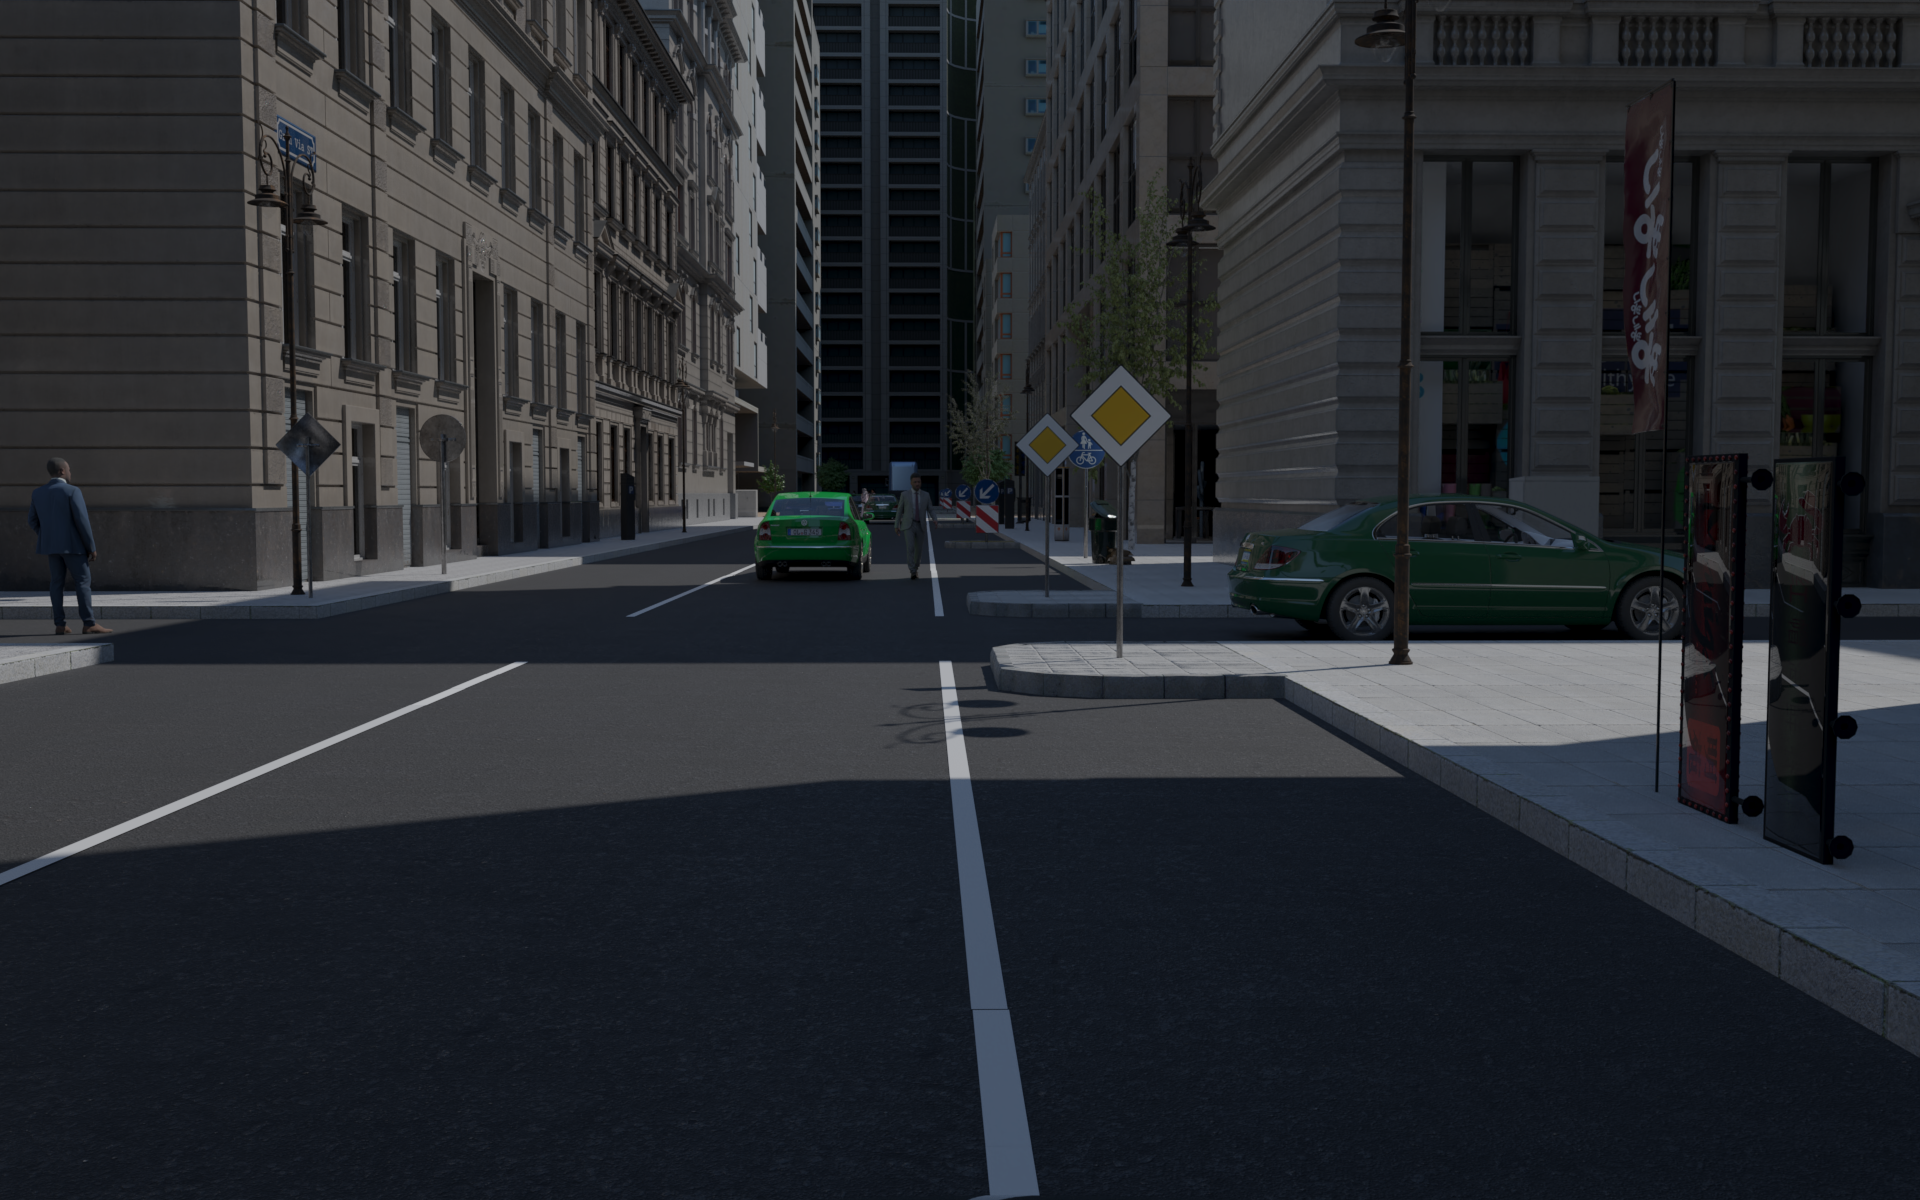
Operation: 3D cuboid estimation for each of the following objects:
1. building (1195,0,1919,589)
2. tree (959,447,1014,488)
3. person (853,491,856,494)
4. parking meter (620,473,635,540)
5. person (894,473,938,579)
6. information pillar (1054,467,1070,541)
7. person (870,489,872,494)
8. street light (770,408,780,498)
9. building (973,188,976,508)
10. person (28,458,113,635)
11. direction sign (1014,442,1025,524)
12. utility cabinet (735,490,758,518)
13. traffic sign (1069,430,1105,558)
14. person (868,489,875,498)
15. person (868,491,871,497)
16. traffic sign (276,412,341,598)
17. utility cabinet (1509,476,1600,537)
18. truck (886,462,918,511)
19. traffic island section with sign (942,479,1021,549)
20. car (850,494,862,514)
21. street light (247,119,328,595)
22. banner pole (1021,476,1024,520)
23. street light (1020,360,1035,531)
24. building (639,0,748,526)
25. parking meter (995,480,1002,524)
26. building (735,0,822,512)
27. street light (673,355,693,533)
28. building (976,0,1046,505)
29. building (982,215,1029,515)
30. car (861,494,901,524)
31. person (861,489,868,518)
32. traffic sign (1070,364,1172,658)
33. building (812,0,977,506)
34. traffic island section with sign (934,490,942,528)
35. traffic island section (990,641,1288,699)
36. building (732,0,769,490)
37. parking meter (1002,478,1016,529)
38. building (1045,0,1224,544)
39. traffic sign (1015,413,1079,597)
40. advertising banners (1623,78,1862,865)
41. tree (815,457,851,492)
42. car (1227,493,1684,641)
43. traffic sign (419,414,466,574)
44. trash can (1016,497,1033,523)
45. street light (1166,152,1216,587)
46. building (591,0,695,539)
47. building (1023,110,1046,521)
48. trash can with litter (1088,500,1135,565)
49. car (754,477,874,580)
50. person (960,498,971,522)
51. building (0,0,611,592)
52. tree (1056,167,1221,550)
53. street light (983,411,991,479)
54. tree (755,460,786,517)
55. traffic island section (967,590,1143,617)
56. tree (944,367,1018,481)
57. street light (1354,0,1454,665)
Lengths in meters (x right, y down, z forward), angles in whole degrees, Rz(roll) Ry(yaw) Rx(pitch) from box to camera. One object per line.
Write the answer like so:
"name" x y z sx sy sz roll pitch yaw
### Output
"building" 14.118 -12.147 27.486 19.941 23.489 11.050 0 4 -1
"tree" 1.634 -7.430 105.199 4.285 4.588 4.351 0 3 0
"person" -8.995 -8.357 145.927 0.721 1.735 1.217 3 4 38
"parking meter" -9.264 -2.606 48.318 0.255 1.863 0.399 2 4 27
"person" -0.750 -1.251 29.229 0.678 1.792 0.850 -1 4 -13
"information pillar" 2.767 -2.599 46.982 0.304 2.012 0.304 3 4 38
"person" -8.087 -9.194 158.450 1.348 1.869 0.705 -2 4 -32
"street light" -9.955 -7.365 93.213 0.468 5.910 1.993 0 4 -1
"building" 8.230 -24.042 164.789 14.160 30.474 14.107 0 4 -1
"person" -9.120 -0.550 17.682 0.721 1.800 0.419 0 3 0
"direction sign" 2.588 -5.075 74.977 0.379 3.537 0.876 2 4 32
"utility cabinet" -11.518 -5.179 93.361 1.173 1.500 0.318 1 4 12
"traffic sign" 2.510 -2.105 34.517 0.768 2.556 0.104 0 4 3
"person" -5.242 -5.770 103.546 1.217 1.736 0.721 3 4 38
"person" -7.932 -8.617 150.095 0.721 1.736 1.217 -2 4 -27
"traffic sign" -8.012 -1.081 21.318 0.795 2.450 0.064 0 4 -1
"utility cabinet" 7.481 -0.806 21.862 1.173 1.500 0.318 -1 4 -22
"truck" -4.517 -9.117 138.817 2.967 4.110 18.799 0 4 -2
"traffic island section with sign" 0.587 -2.316 46.491 1.989 1.847 2.006 0 4 -1
"car" -6.886 -6.245 111.894 2.009 1.686 4.222 0 4 -1
"street light" -8.446 -3.005 21.914 0.468 5.910 1.993 0 4 -1
"banner pole" 3.001 -5.838 85.472 0.401 3.779 0.863 0 4 8
"street light" 2.337 -5.339 60.083 0.468 5.910 1.993 0 4 -1
"building" -17.467 -17.742 77.465 14.401 28.519 23.554 0 4 -1
"parking meter" 1.681 -4.130 73.237 0.255 1.863 0.399 3 5 42
"building" -24.034 -32.803 160.031 21.600 48.544 21.300 0 4 -1
"street light" -9.194 -5.186 57.579 0.468 5.910 1.993 0 4 -1
"building" 12.318 -31.975 146.498 21.300 48.544 21.600 0 4 -1
"building" 15.823 -16.950 122.171 27.650 21.520 28.899 0 4 -1
"car" -3.733 -4.392 83.607 2.131 1.459 4.920 0 4 -2
"person" -5.460 -5.499 99.075 0.621 1.740 0.551 -1 4 -13
"traffic sign" 1.246 -0.603 13.503 0.795 2.450 0.064 0 4 -1
"building" -6.143 -45.932 189.238 20.611 71.187 20.563 0 4 -1
"traffic island section with sign" 0.018 -3.999 74.016 1.989 1.847 2.006 0 4 -1
"traffic island section" 1.270 0.532 13.581 2.009 0.180 2.903 0 4 -1
"building" -30.288 -36.987 193.976 27.495 52.752 28.713 0 4 -1
"parking meter" 1.854 -3.561 63.929 0.399 1.863 0.255 0 4 1
"building" 13.788 -15.677 60.834 19.350 26.468 34.151 0 4 -1
"traffic sign" 1.080 -1.091 21.487 0.795 2.450 0.064 0 4 -1
"advertising banners" 3.002 -0.652 6.845 0.090 3.025 2.074 0 3 0
"tree" -11.247 -10.365 153.178 4.285 4.588 4.351 0 3 0
"car" 5.172 -0.341 17.372 4.920 1.459 2.131 0 4 -2
"traffic sign" -8.255 -1.684 27.638 0.768 2.556 0.104 0 4 5
"trash can" 2.877 -4.037 77.656 0.748 1.137 0.748 0 3 0
"street light" 3.158 -3.125 23.881 0.468 5.910 1.993 0 4 -1
"building" -15.128 -11.730 56.417 10.561 19.102 19.286 0 4 -1
"building" 8.550 -14.551 87.057 9.793 20.994 18.267 0 4 -1
"trash can with litter" 2.826 -1.245 31.744 0.624 1.170 1.055 -2 4 -33
"car" -2.516 -1.318 30.342 1.959 1.807 4.718 0 4 0
"person" 0.254 -4.879 88.082 0.655 1.846 0.447 -2 4 -29
"building" -15.167 -14.480 34.007 12.463 27.353 25.104 0 4 -1
"tree" 4.056 -5.486 40.051 4.737 8.622 4.395 0 3 0
"street light" 1.508 -7.544 96.130 0.468 5.910 1.993 0 4 -1
"tree" -10.672 -6.261 96.975 1.663 3.219 1.824 0 3 0
"traffic island section" 1.104 0.044 21.564 2.009 0.180 2.903 0 4 -1
"tree" 1.282 -9.142 99.826 4.360 8.622 3.978 0 3 0
"street light" 3.326 -2.453 12.893 0.468 5.910 1.993 0 4 -1
